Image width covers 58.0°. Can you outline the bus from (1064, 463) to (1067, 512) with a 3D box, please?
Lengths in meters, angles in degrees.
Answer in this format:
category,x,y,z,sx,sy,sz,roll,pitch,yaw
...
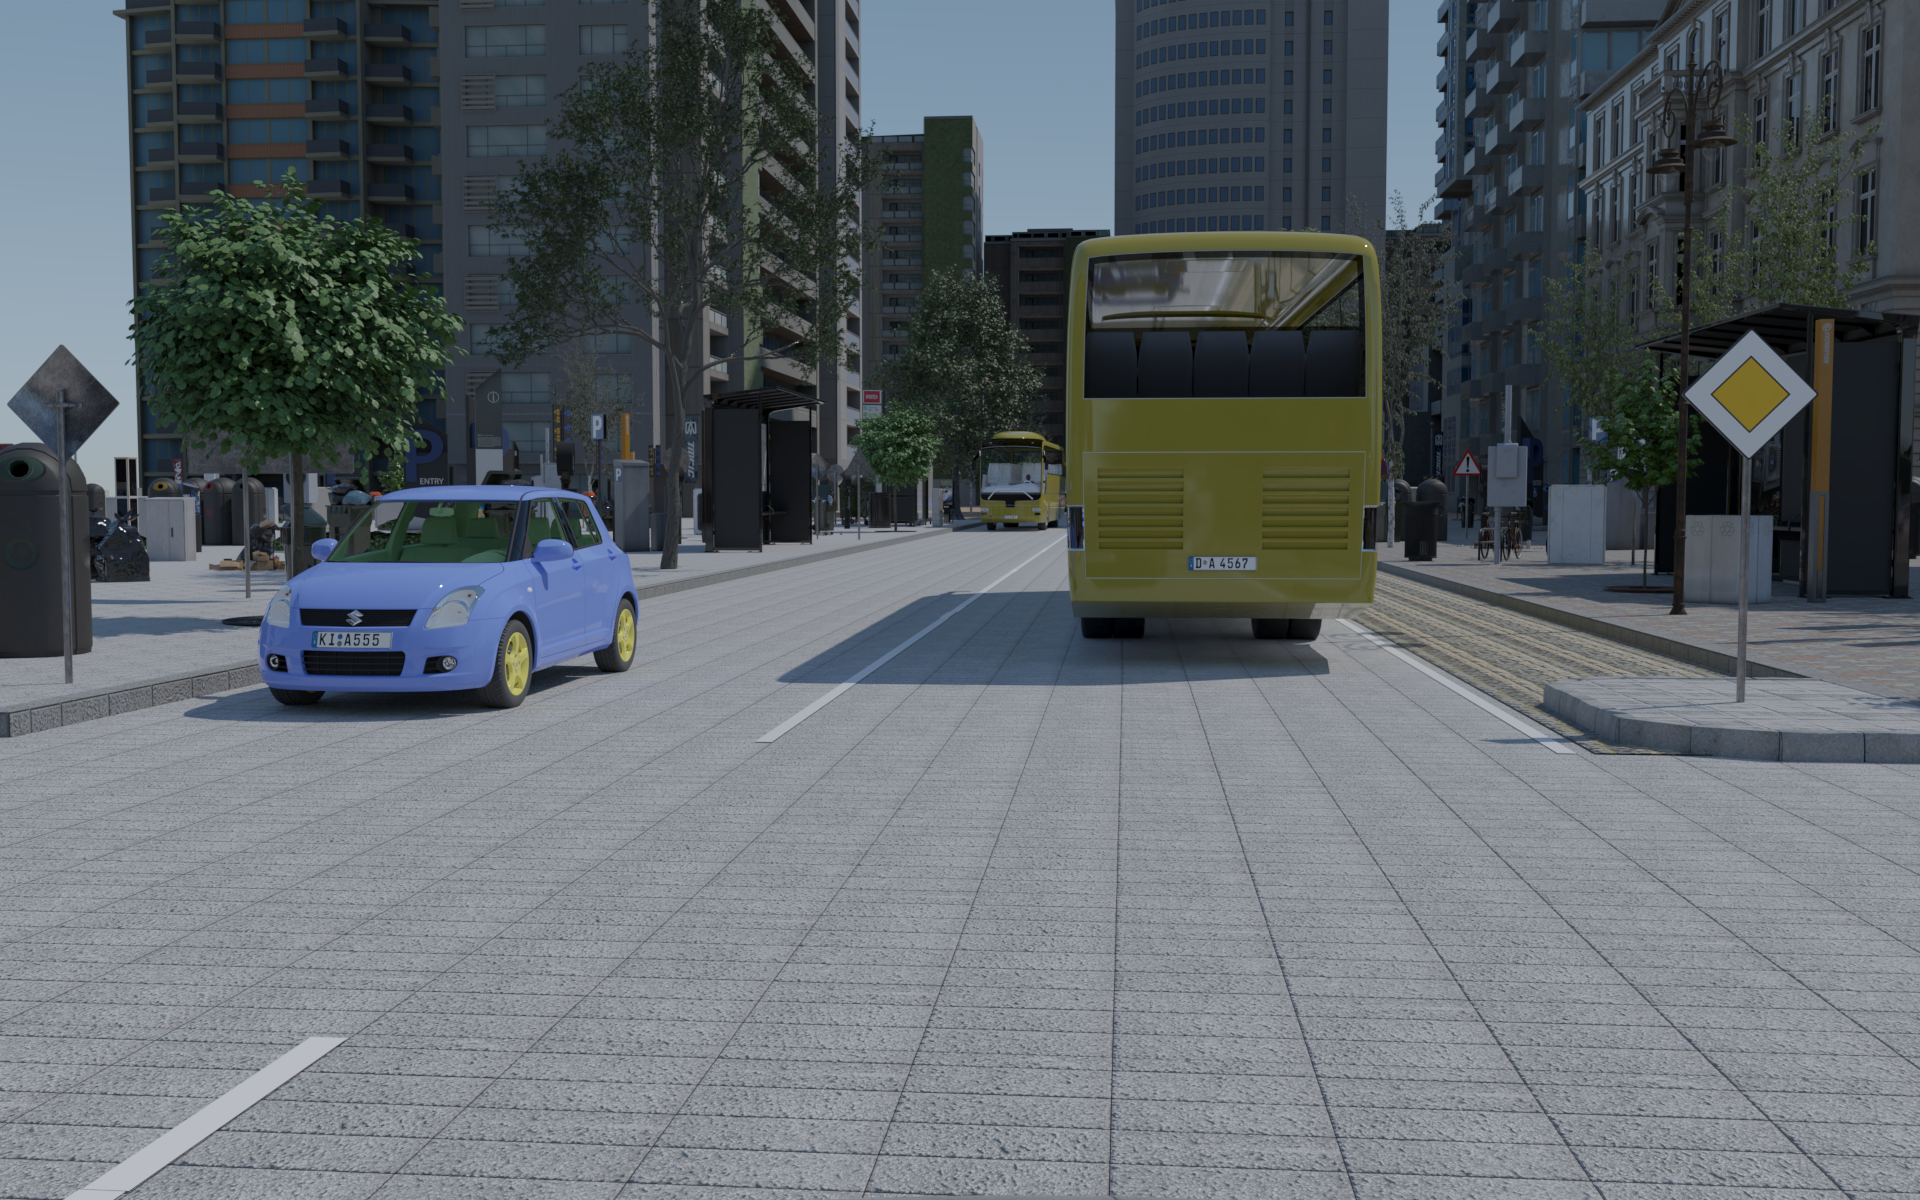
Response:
category,x,y,z,sx,sy,sz,roll,pitch,yaw
bus,9.191,-8.947,137.828,2.896,3.916,12.252,0,4,5

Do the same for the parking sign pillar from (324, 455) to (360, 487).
category,x,y,z,sx,sy,sz,roll,pitch,yaw
parking sign pillar,-24.224,-4.855,67.856,1.447,3.967,1.447,-2,4,-27

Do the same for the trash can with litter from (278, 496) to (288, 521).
category,x,y,z,sx,sy,sz,roll,pitch,yaw
trash can with litter,-32.900,-4.375,82.589,2.233,1.210,1.678,0,4,-5

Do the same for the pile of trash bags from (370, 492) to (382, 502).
category,x,y,z,sx,sy,sz,roll,pitch,yaw
pile of trash bags,-23.201,-3.875,73.115,3.447,1.369,1.912,-2,4,-24

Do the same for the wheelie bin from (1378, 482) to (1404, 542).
category,x,y,z,sx,sy,sz,roll,pitch,yaw
wheelie bin,11.400,-2.342,46.203,0.693,1.594,0.980,-2,4,-24

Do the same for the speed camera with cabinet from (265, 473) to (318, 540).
category,x,y,z,sx,sy,sz,roll,pitch,yaw
speed camera with cabinet,-17.739,-3.087,44.808,2.038,3.252,0.660,0,4,3

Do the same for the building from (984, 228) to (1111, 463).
category,x,y,z,sx,sy,sz,roll,pitch,yaw
building,9.785,-25.658,191.216,14.107,30.474,14.160,0,4,5

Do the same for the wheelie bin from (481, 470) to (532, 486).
category,x,y,z,sx,sy,sz,roll,pitch,yaw
wheelie bin,-6.076,-0.938,23.250,0.693,1.594,0.980,2,4,29

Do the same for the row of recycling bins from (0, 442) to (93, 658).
category,x,y,z,sx,sy,sz,roll,pitch,yaw
row of recycling bins,-8.760,-0.427,14.088,3.534,1.692,1.069,0,4,7

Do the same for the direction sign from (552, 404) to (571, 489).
category,x,y,z,sx,sy,sz,roll,pitch,yaw
direction sign,-10.118,-3.185,44.073,0.379,3.537,0.876,1,4,16

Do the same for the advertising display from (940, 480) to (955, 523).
category,x,y,z,sx,sy,sz,roll,pitch,yaw
advertising display,-0.579,-4.438,77.775,0.123,1.923,0.974,-3,4,-37

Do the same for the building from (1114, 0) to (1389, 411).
category,x,y,z,sx,sy,sz,roll,pitch,yaw
building,31.080,-39.679,190.743,28.212,58.520,21.231,0,4,5

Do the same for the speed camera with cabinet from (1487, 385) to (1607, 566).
category,x,y,z,sx,sy,sz,roll,pitch,yaw
speed camera with cabinet,10.670,-2.272,31.479,2.038,3.252,0.660,1,4,19

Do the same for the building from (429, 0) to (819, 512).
category,x,y,z,sx,sy,sz,roll,pitch,yaw
building,-21.684,-29.954,113.448,21.300,48.544,21.600,0,4,5

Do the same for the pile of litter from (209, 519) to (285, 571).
category,x,y,z,sx,sy,sz,roll,pitch,yaw
pile of litter,-11.981,-0.940,29.332,1.719,0.858,1.176,3,5,42

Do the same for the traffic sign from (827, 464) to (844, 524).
category,x,y,z,sx,sy,sz,roll,pitch,yaw
traffic sign,-5.323,-4.518,73.972,0.768,2.556,0.104,0,4,7

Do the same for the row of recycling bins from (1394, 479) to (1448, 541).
category,x,y,z,sx,sy,sz,roll,pitch,yaw
row of recycling bins,11.636,-2.489,47.809,3.534,1.692,1.069,1,4,13

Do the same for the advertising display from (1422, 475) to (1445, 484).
category,x,y,z,sx,sy,sz,roll,pitch,yaw
advertising display,15.960,-3.257,58.465,0.123,1.923,0.974,-2,4,-27

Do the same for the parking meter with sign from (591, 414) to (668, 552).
category,x,y,z,sx,sy,sz,roll,pitch,yaw
parking meter with sign,-7.259,-2.579,38.433,1.738,3.016,0.543,-3,5,-41

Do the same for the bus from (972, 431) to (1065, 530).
category,x,y,z,sx,sy,sz,roll,pitch,yaw
bus,2.670,-4.890,71.504,2.896,3.916,12.252,0,4,7

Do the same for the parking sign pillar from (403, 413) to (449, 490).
category,x,y,z,sx,sy,sz,roll,pitch,yaw
parking sign pillar,-16.227,-3.924,52.637,1.447,3.967,1.447,-1,4,-16

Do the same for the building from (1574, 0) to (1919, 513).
category,x,y,z,sx,sy,sz,roll,pitch,yaw
building,33.070,-15.032,64.863,14.460,24.649,34.723,0,4,5

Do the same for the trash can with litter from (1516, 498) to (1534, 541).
category,x,y,z,sx,sy,sz,roll,pitch,yaw
trash can with litter,15.408,-2.208,47.487,0.624,1.170,1.055,1,4,19

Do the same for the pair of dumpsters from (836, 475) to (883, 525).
category,x,y,z,sx,sy,sz,roll,pitch,yaw
pair of dumpsters,-4.187,-4.313,73.008,1.574,2.255,4.437,0,4,5

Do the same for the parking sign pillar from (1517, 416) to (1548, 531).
category,x,y,z,sx,sy,sz,roll,pitch,yaw
parking sign pillar,19.852,-4.395,60.333,1.447,3.967,1.447,3,5,43

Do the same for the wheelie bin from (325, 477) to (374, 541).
category,x,y,z,sx,sy,sz,roll,pitch,yaw
wheelie bin,-11.460,-1.508,32.557,0.980,1.594,0.693,1,4,23

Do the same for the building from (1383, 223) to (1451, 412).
category,x,y,z,sx,sy,sz,roll,pitch,yaw
building,51.947,-25.434,187.547,14.107,30.474,14.160,0,4,5

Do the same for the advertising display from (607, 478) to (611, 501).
category,x,y,z,sx,sy,sz,roll,pitch,yaw
advertising display,-14.154,-3.955,69.877,0.123,1.923,0.974,-1,4,-11

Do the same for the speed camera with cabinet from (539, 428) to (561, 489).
category,x,y,z,sx,sy,sz,roll,pitch,yaw
speed camera with cabinet,-11.937,-3.472,51.101,0.660,3.252,2.038,-1,4,-16

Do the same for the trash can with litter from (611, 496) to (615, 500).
category,x,y,z,sx,sy,sz,roll,pitch,yaw
trash can with litter,-17.123,-4.708,88.035,2.233,1.210,1.678,0,4,2

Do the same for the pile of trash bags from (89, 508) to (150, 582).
category,x,y,z,sx,sy,sz,roll,pitch,yaw
pile of trash bags,-13.667,-0.932,24.990,3.447,1.369,1.912,-3,4,-38

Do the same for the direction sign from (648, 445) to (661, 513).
category,x,y,z,sx,sy,sz,roll,pitch,yaw
direction sign,-14.090,-5.380,79.966,0.876,3.537,0.379,3,5,43

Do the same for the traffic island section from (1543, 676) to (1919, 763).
category,x,y,z,sx,sy,sz,roll,pitch,yaw
traffic island section,4.832,0.709,10.687,2.009,0.180,2.903,0,4,5

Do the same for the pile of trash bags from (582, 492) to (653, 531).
category,x,y,z,sx,sy,sz,roll,pitch,yaw
pile of trash bags,-13.022,-3.384,65.080,3.447,1.369,1.912,3,4,36

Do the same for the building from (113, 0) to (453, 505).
category,x,y,z,sx,sy,sz,roll,pitch,yaw
building,-51.156,-29.818,142.146,28.867,44.769,22.147,0,4,5

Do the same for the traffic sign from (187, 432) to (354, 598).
category,x,y,z,sx,sy,sz,roll,pitch,yaw
traffic sign,-8.462,-1.671,21.194,2.265,3.308,0.079,1,4,12

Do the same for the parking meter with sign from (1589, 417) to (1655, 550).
category,x,y,z,sx,sy,sz,roll,pitch,yaw
parking meter with sign,15.238,-2.655,39.675,1.738,3.016,0.543,-2,4,-26

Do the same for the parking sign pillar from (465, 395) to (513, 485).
category,x,y,z,sx,sy,sz,roll,pitch,yaw
parking sign pillar,-12.901,-3.612,47.535,1.447,3.967,1.447,2,4,33

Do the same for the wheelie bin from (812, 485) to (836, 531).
category,x,y,z,sx,sy,sz,roll,pitch,yaw
wheelie bin,-4.764,-3.214,60.459,0.980,1.594,0.693,2,4,32

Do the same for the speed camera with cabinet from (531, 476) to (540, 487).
category,x,y,z,sx,sy,sz,roll,pitch,yaw
speed camera with cabinet,-21.460,-5.692,87.405,0.660,3.252,2.038,-2,4,-27

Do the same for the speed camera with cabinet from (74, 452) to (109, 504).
category,x,y,z,sx,sy,sz,roll,pitch,yaw
speed camera with cabinet,-35.323,-4.623,69.930,0.660,3.252,2.038,1,4,15

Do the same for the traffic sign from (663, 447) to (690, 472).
category,x,y,z,sx,sy,sz,roll,pitch,yaw
traffic sign,-7.569,-2.817,46.159,0.768,2.556,0.104,1,4,13

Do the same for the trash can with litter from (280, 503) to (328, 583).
category,x,y,z,sx,sy,sz,roll,pitch,yaw
trash can with litter,-8.568,-0.718,23.130,1.055,1.170,0.624,2,4,30

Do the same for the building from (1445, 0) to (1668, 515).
category,x,y,z,sx,sy,sz,roll,pitch,yaw
building,41.465,-29.258,97.969,23.786,49.044,30.456,0,4,5

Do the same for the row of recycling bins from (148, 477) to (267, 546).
category,x,y,z,sx,sy,sz,roll,pitch,yaw
row of recycling bins,-18.982,-2.237,43.695,3.534,1.692,1.069,1,4,21

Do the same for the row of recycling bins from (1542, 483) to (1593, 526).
category,x,y,z,sx,sy,sz,roll,pitch,yaw
row of recycling bins,22.174,-3.522,64.694,3.534,1.692,1.069,0,4,-8

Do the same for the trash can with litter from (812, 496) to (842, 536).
category,x,y,z,sx,sy,sz,roll,pitch,yaw
trash can with litter,-4.513,-2.632,54.095,1.678,1.210,2.233,0,4,-5

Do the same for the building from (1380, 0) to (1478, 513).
category,x,y,z,sx,sy,sz,roll,pitch,yaw
building,43.874,-49.831,127.406,22.319,86.520,31.000,0,4,5

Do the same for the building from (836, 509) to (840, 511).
category,x,y,z,sx,sy,sz,roll,pitch,yaw
building,-22.501,-36.549,139.568,28.212,58.520,21.231,0,4,5

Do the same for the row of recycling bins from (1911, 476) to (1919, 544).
category,x,y,z,sx,sy,sz,roll,pitch,yaw
row of recycling bins,21.954,-2.062,40.822,3.534,1.692,1.069,3,4,38

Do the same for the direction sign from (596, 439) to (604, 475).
category,x,y,z,sx,sy,sz,roll,pitch,yaw
direction sign,-14.819,-4.854,71.353,0.379,3.537,0.876,0,4,5

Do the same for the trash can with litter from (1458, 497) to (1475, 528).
category,x,y,z,sx,sy,sz,roll,pitch,yaw
trash can with litter,19.233,-3.329,65.810,0.624,1.170,1.055,1,4,13

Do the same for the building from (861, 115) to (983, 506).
category,x,y,z,sx,sy,sz,roll,pitch,yaw
building,-4.818,-31.035,191.019,14.086,41.232,14.154,0,4,5

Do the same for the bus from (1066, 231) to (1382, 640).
category,x,y,z,sx,sy,sz,roll,pitch,yaw
bus,2.614,-1.737,19.954,2.896,3.916,12.252,0,4,5

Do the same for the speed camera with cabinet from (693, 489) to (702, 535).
category,x,y,z,sx,sy,sz,roll,pitch,yaw
speed camera with cabinet,-7.358,-3.687,54.620,2.038,3.252,0.660,0,4,3

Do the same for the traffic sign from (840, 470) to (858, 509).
category,x,y,z,sx,sy,sz,roll,pitch,yaw
traffic sign,-4.478,-4.222,70.209,0.795,2.450,0.064,1,4,9

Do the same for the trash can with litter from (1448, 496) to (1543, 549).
category,x,y,z,sx,sy,sz,roll,pitch,yaw
trash can with litter,12.800,-1.842,41.169,1.678,1.210,2.233,-2,4,-25

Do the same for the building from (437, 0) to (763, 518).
category,x,y,z,sx,sy,sz,roll,pitch,yaw
building,-19.237,-25.175,95.201,14.154,41.232,14.086,0,4,5
